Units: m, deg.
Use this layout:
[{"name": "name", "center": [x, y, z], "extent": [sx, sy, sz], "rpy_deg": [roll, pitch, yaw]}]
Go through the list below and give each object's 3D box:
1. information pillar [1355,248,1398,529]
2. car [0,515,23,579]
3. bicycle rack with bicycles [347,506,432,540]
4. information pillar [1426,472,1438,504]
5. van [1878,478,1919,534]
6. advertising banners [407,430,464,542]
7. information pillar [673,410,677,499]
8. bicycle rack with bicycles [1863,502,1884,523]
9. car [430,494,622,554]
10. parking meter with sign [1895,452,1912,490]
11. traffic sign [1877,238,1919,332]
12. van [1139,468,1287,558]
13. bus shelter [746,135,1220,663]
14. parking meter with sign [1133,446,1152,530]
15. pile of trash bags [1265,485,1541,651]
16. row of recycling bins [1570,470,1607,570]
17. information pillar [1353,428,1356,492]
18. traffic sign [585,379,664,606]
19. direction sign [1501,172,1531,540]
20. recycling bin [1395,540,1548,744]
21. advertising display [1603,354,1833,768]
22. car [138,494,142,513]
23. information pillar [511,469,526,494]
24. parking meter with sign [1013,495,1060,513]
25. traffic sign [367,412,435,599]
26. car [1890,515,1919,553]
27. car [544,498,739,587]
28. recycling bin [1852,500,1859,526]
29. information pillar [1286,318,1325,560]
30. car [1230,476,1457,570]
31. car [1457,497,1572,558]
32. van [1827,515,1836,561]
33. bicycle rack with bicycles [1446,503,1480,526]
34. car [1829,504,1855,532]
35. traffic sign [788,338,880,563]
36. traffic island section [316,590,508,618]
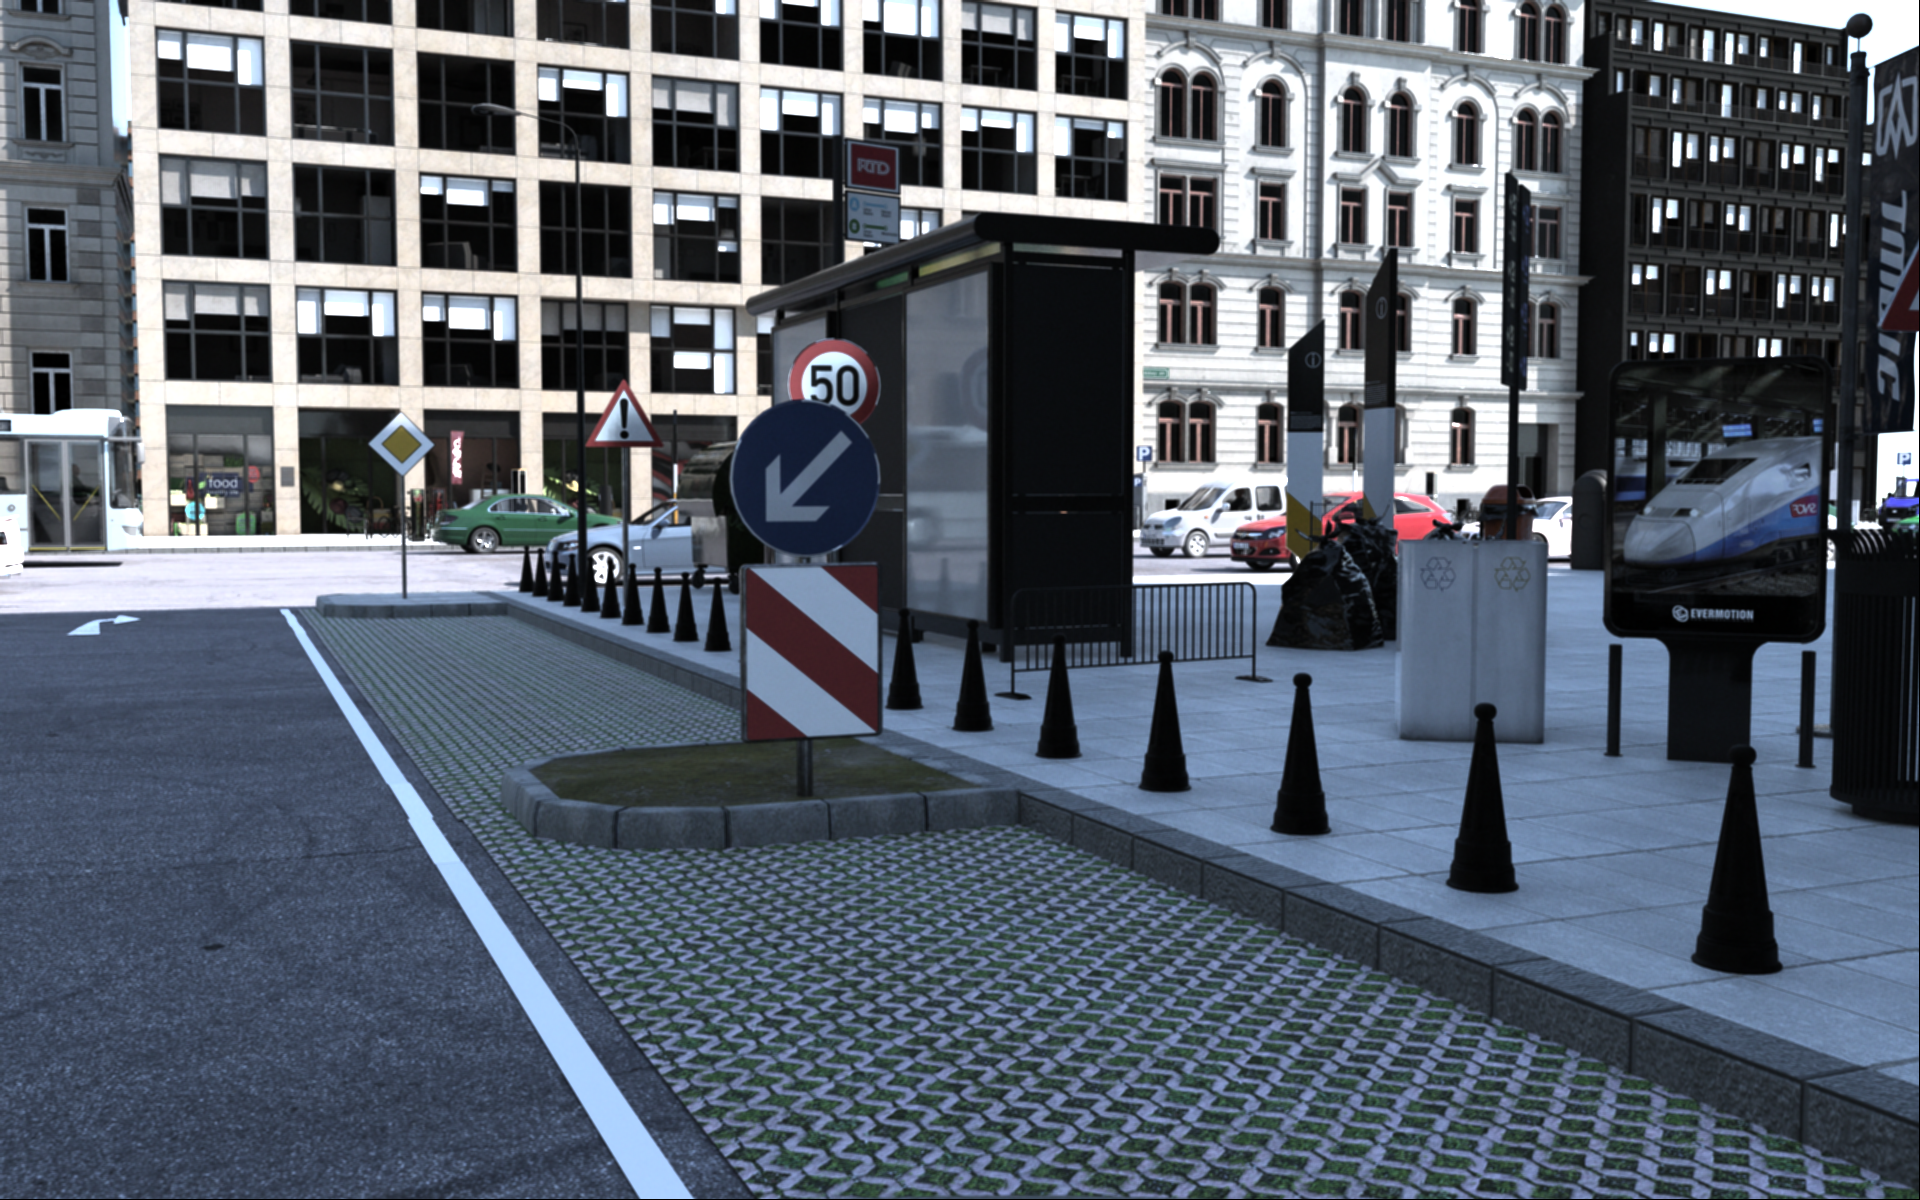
[{"name": "information pillar", "center": [4.067, -1.555, 16.776], "extent": [0.183, 3.616, 0.504], "rpy_deg": [-1, 4, -15]}, {"name": "car", "center": [-15.800, -0.721, 24.147], "extent": [4.827, 1.381, 2.083], "rpy_deg": [-1, 4, -22]}, {"name": "bicycle rack with bicycles", "center": [-16.374, -2.230, 49.849], "extent": [2.852, 0.926, 2.925], "rpy_deg": [-2, 4, -35]}, {"name": "information pillar", "center": [15.697, -3.254, 57.687], "extent": [0.304, 2.012, 0.304], "rpy_deg": [2, 4, 35]}, {"name": "van", "center": [35.137, -3.498, 61.584], "extent": [5.245, 2.365, 2.240], "rpy_deg": [-1, 4, -21]}, {"name": "advertising banners", "center": [-14.171, -3.106, 46.964], "extent": [0.090, 3.025, 2.074], "rpy_deg": [2, 4, 29]}, {"name": "information pillar", "center": [-7.886, -3.466, 48.019], "extent": [0.183, 3.616, 0.504], "rpy_deg": [0, 4, -8]}, {"name": "bicycle rack with bicycles", "center": [40.790, -3.829, 75.993], "extent": [2.925, 0.926, 2.852], "rpy_deg": [-2, 4, -30]}, {"name": "car", "center": [-10.424, -1.876, 42.470], "extent": [4.920, 1.459, 2.131], "rpy_deg": [-2, 4, -25]}, {"name": "parking meter with sign", "center": [39.415, -4.662, 72.482], "extent": [0.543, 3.016, 1.738], "rpy_deg": [2, 4, 25]}, {"name": "traffic sign", "center": [3.396, -0.356, 5.819], "extent": [0.884, 2.594, 0.081], "rpy_deg": [-1, 4, -18]}, {"name": "van", "center": [6.122, -2.004, 39.778], "extent": [4.112, 2.044, 2.013], "rpy_deg": [-2, 4, -25]}, {"name": "bus shelter", "center": [-0.634, -2.423, 17.245], "extent": [2.179, 5.291, 8.768], "rpy_deg": [-2, 4, -23]}, {"name": "parking meter with sign", "center": [6.422, -4.030, 62.149], "extent": [0.543, 3.016, 1.738], "rpy_deg": [1, 4, 19]}, {"name": "pile of trash bags", "center": [4.263, -0.342, 15.337], "extent": [1.912, 1.369, 3.447], "rpy_deg": [3, 5, 40]}, {"name": "row of recycling bins", "center": [11.311, -1.289, 28.181], "extent": [1.069, 1.692, 3.534], "rpy_deg": [-1, 4, -22]}, {"name": "information pillar", "center": [14.011, -4.288, 61.459], "extent": [0.183, 3.616, 0.504], "rpy_deg": [1, 4, 19]}, {"name": "traffic sign", "center": [-3.820, -1.207, 19.734], "extent": [0.884, 2.594, 0.081], "rpy_deg": [-1, 4, -19]}, {"name": "direction sign", "center": [4.051, -1.265, 12.676], "extent": [0.379, 3.537, 0.876], "rpy_deg": [2, 4, 28]}, {"name": "recycling bin", "center": [2.719, 0.201, 9.266], "extent": [0.722, 1.027, 0.722], "rpy_deg": [1, 4, 12]}, {"name": "advertising display", "center": [3.596, -0.187, 8.266], "extent": [0.974, 1.923, 0.123], "rpy_deg": [2, 4, 25]}, {"name": "car", "center": [-55.360, -6.359, 115.770], "extent": [2.131, 1.459, 4.920], "rpy_deg": [-2, 4, -25]}, {"name": "information pillar", "center": [-13.023, -2.856, 51.184], "extent": [0.304, 2.012, 0.304], "rpy_deg": [2, 4, 31]}, {"name": "parking meter with sign", "center": [0.934, -1.594, 22.330], "extent": [1.738, 3.016, 0.543], "rpy_deg": [-2, 4, -31]}, {"name": "traffic sign", "center": [-6.817, -1.073, 21.187], "extent": [0.795, 2.450, 0.064], "rpy_deg": [-2, 4, -23]}, {"name": "car", "center": [24.453, -2.001, 41.518], "extent": [4.718, 1.807, 1.959], "rpy_deg": [-1, 4, -22]}, {"name": "car", "center": [-4.422, -0.978, 27.992], "extent": [4.499, 1.417, 2.014], "rpy_deg": [-1, 4, -22]}, {"name": "recycling bin", "center": [36.195, -3.554, 70.666], "extent": [0.722, 1.027, 0.722], "rpy_deg": [1, 4, 12]}, {"name": "information pillar", "center": [4.635, -1.948, 23.198], "extent": [0.504, 3.616, 0.183], "rpy_deg": [0, 4, 2]}, {"name": "car", "center": [7.219, -1.448, 32.713], "extent": [4.494, 1.783, 2.155], "rpy_deg": [-1, 4, -22]}, {"name": "car", "center": [12.843, -1.520, 37.211], "extent": [4.827, 1.381, 2.083], "rpy_deg": [-2, 4, -24]}, {"name": "van", "center": [16.320, -1.759, 35.777], "extent": [4.112, 2.044, 2.013], "rpy_deg": [-1, 4, -22]}, {"name": "bicycle rack with bicycles", "center": [20.688, -3.397, 68.921], "extent": [2.925, 0.926, 2.852], "rpy_deg": [1, 4, 17]}, {"name": "car", "center": [21.925, -2.147, 46.904], "extent": [4.920, 1.459, 2.131], "rpy_deg": [-1, 4, -22]}, {"name": "traffic sign", "center": [-1.038, -0.866, 14.266], "extent": [0.768, 2.556, 0.104], "rpy_deg": [-1, 4, -15]}, {"name": "traffic island section", "center": [-6.798, 0.062, 21.273], "extent": [2.009, 0.180, 2.903], "rpy_deg": [-2, 4, -23]}]
